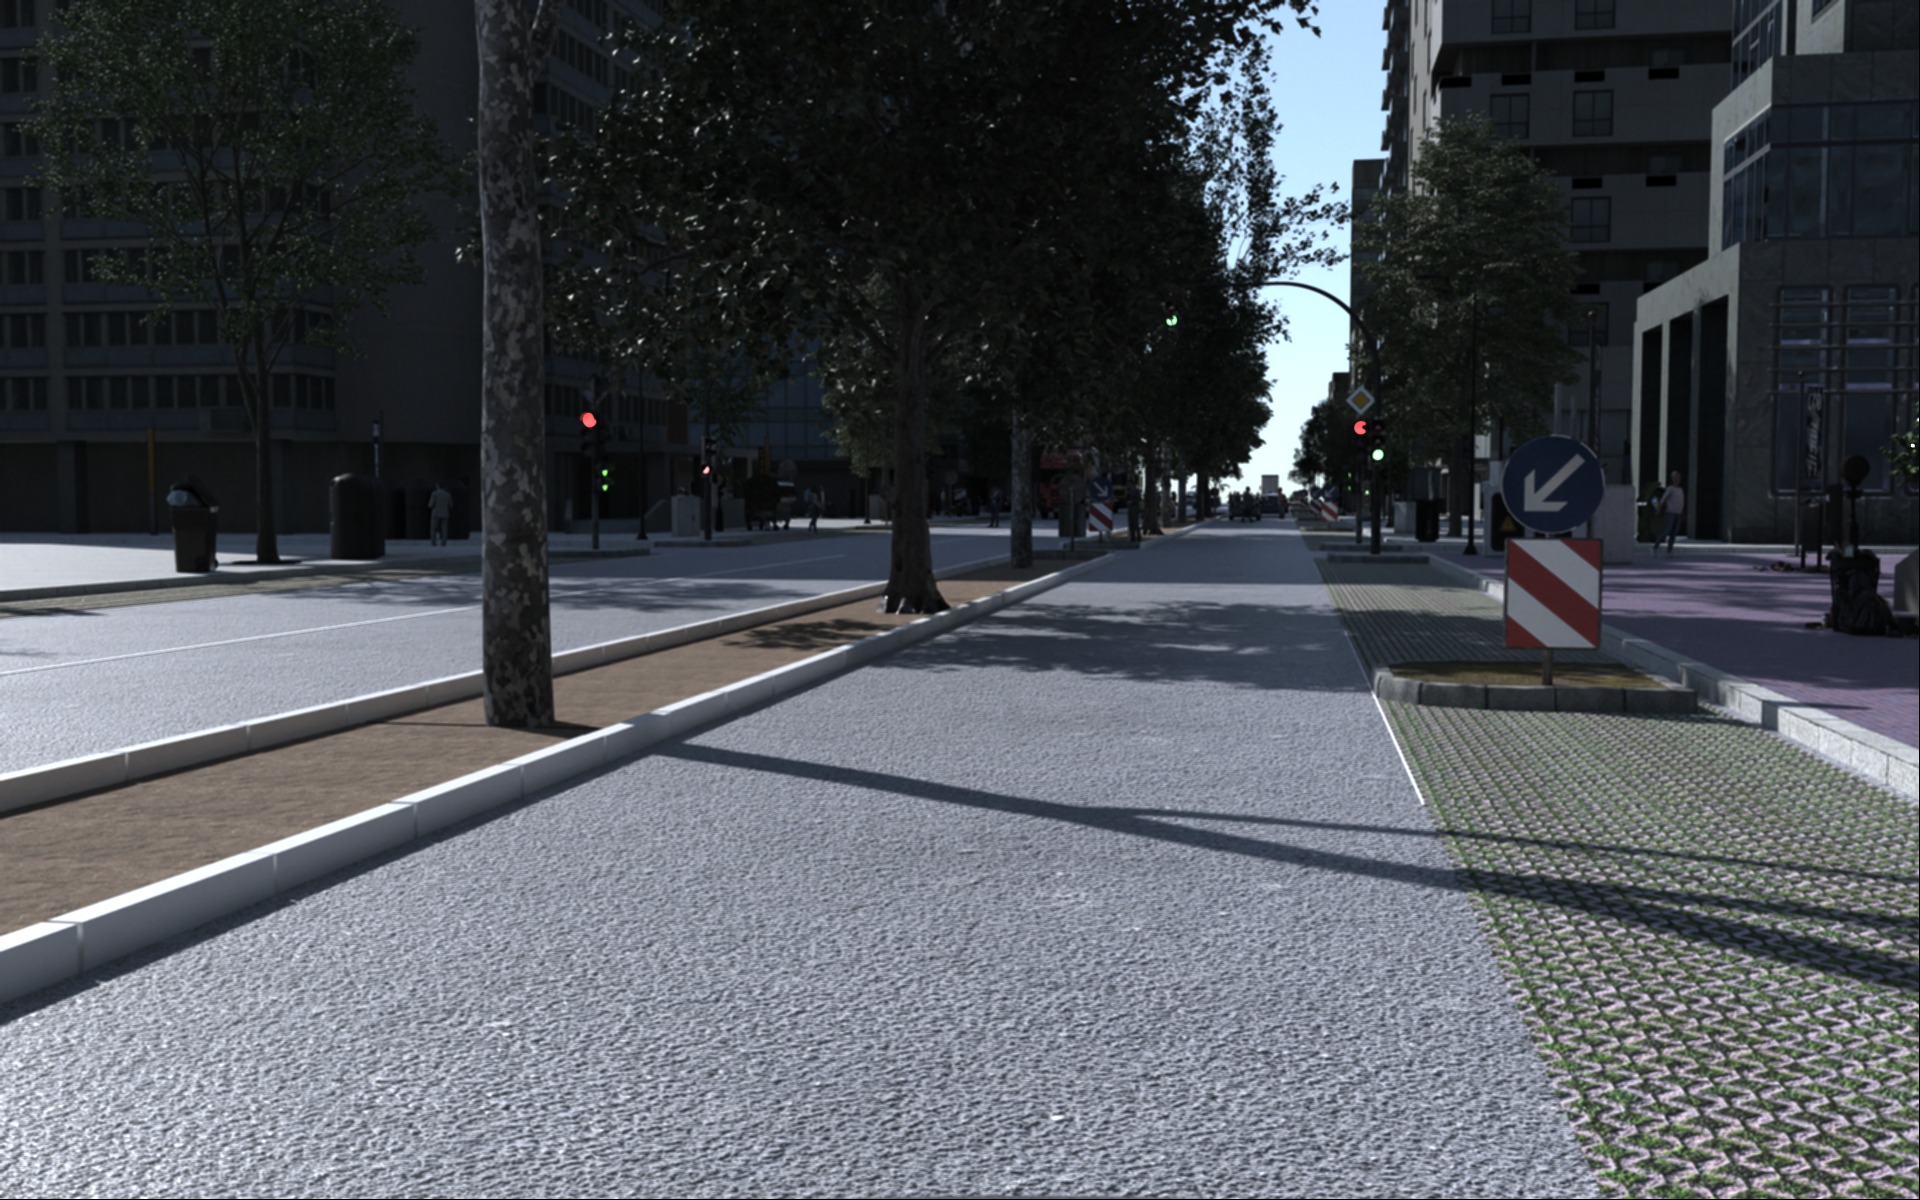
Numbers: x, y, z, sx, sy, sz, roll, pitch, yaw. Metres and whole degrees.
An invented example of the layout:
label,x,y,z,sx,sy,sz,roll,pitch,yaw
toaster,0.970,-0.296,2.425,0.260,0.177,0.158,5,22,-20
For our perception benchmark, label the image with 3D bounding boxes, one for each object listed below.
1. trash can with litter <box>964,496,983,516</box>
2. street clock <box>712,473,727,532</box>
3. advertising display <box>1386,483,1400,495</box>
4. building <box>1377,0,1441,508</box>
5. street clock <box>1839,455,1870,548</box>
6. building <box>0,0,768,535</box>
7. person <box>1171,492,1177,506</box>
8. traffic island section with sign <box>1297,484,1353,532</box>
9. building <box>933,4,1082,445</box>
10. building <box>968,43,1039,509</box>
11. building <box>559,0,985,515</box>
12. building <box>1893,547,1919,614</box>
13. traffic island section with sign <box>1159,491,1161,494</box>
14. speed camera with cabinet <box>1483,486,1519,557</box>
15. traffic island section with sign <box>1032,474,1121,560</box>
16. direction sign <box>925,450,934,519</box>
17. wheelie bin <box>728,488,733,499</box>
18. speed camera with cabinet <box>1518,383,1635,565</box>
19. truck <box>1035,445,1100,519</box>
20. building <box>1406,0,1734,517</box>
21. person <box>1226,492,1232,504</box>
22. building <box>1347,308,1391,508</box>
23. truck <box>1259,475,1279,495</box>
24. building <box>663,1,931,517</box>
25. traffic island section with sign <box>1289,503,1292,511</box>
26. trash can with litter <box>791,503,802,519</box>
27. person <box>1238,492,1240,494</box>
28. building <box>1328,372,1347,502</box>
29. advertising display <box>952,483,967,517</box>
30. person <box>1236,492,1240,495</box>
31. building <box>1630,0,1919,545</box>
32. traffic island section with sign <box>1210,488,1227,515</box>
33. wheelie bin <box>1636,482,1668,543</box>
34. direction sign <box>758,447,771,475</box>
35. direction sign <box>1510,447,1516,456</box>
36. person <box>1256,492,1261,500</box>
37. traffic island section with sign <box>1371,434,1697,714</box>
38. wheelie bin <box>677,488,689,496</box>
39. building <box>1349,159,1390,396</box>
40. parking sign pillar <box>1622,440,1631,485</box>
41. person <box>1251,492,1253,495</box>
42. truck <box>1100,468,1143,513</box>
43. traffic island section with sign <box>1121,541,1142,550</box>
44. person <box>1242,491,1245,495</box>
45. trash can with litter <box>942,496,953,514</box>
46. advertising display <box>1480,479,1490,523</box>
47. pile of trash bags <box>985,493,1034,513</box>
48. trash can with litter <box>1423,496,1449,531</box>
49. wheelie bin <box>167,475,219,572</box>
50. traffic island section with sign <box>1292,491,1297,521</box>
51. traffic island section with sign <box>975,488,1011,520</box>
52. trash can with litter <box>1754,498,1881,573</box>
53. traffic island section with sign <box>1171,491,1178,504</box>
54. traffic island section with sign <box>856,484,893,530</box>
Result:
label,x,y,z,sx,sy,sz,roll,pitch,yaw
trash can with litter,0.770,-5.557,102.249,1.055,1.170,0.624,-3,5,-39
street clock,-8.205,-3.332,59.053,0.471,2.002,0.358,2,4,31
advertising display,25.915,-6.022,103.679,0.974,1.923,0.123,-2,4,-32
building,46.428,-32.007,142.923,23.786,49.044,30.456,1,4,11
street clock,16.779,-1.711,32.549,0.471,2.002,0.358,0,4,2
building,-24.822,-22.826,65.090,32.217,40.220,23.993,1,4,11
person,25.848,-12.215,209.009,0.742,1.727,0.445,-2,4,-35
traffic island section with sign,14.048,-3.537,66.452,1.989,1.847,2.006,1,4,11
building,0.588,-33.537,172.033,21.300,48.544,21.600,1,4,11
building,1.682,-28.759,153.811,14.154,41.232,14.086,1,4,11
building,-11.211,-27.219,136.905,32.217,40.220,23.993,1,4,11
building,24.973,-19.355,8.332,32.217,40.220,23.993,1,4,11
traffic island section with sign,26.217,-13.320,226.409,1.989,1.847,2.006,1,4,11
speed camera with cabinet,11.679,-2.489,35.034,2.038,3.252,0.660,1,4,15
traffic island section with sign,2.415,-1.850,38.390,2.006,1.907,1.989,1,4,11
direction sign,-1.566,-5.946,89.216,0.379,3.537,0.876,2,4,31
wheelie bin,-11.656,-4.921,88.371,0.693,1.594,0.980,-1,4,-22
speed camera with cabinet,11.261,-2.269,31.429,2.038,3.252,0.660,-1,4,-21
truck,6.452,-6.935,102.299,2.839,4.237,11.283,1,4,11
building,40.165,-31.117,97.994,28.713,52.752,27.495,1,4,11
person,34.677,-13.054,222.748,1.217,1.723,0.721,-3,4,-38
building,53.679,-20.059,173.003,27.650,21.520,28.899,1,4,11
truck,46.311,-16.532,259.210,2.839,4.237,11.283,1,4,9
building,-9.881,-27.658,102.312,14.600,45.320,14.200,1,4,11
traffic island section with sign,28.284,-8.210,142.868,1.989,1.847,2.006,1,4,11
trash can with litter,-9.335,-4.799,89.529,2.233,1.210,1.678,0,4,-3
person,38.751,-14.133,240.296,1.217,1.743,0.721,-2,4,-35
building,69.055,-25.223,257.433,27.650,21.520,28.899,1,4,11
advertising display,-0.029,-5.612,96.970,0.974,1.923,0.123,-3,4,-38
person,37.290,-13.661,232.381,0.617,1.759,0.750,0,4,6
building,37.158,-45.103,50.111,31.000,86.520,22.319,1,4,11
traffic island section with sign,17.531,-6.814,119.545,2.006,1.907,1.989,1,4,11
wheelie bin,18.193,-2.297,45.465,0.693,1.594,0.980,0,4,-5
direction sign,-9.433,-5.611,83.730,0.379,3.537,0.876,3,4,37
direction sign,26.848,-5.582,83.254,0.876,3.537,0.379,2,4,27
person,42.799,-14.693,248.813,1.350,1.814,0.705,1,4,12
traffic island section with sign,3.972,-0.225,12.300,1.989,1.847,2.006,1,4,11
wheelie bin,-14.267,-4.960,88.998,0.693,1.594,0.980,-2,4,-30
building,55.048,-32.383,213.049,14.154,41.232,14.086,1,4,11
parking sign pillar,33.437,-5.939,85.573,1.447,3.967,1.447,2,4,31
person,46.566,-16.383,277.063,1.217,1.736,0.721,2,4,26
truck,12.205,-8.320,131.954,3.469,3.379,9.791,1,4,12
traffic island section with sign,3.781,-2.296,45.670,2.006,1.907,1.989,1,4,11
person,36.923,-13.241,224.991,1.348,1.824,0.705,0,4,-4
trash can with litter,-0.687,-6.174,112.009,1.678,1.210,2.233,2,4,30
advertising display,23.178,-4.298,75.489,0.974,1.923,0.123,2,4,28
pile of trash bags,3.524,-6.790,120.774,3.447,1.369,1.912,-1,4,-17
trash can with litter,16.560,-3.071,61.270,1.678,1.210,2.233,0,4,4
wheelie bin,-12.637,-1.262,28.544,0.693,1.594,0.980,-1,4,-11
traffic island section with sign,19.065,-5.183,93.368,1.989,1.847,2.006,1,4,11
traffic island section with sign,1.979,-5.359,96.248,1.989,1.847,2.006,1,4,11
trash can with litter,14.088,-1.089,28.856,1.678,1.210,2.233,0,4,-3
traffic island section with sign,31.293,-14.982,253.586,1.989,1.847,2.006,1,4,11
traffic island section with sign,-3.006,-3.723,69.497,1.989,1.847,2.006,1,4,11
